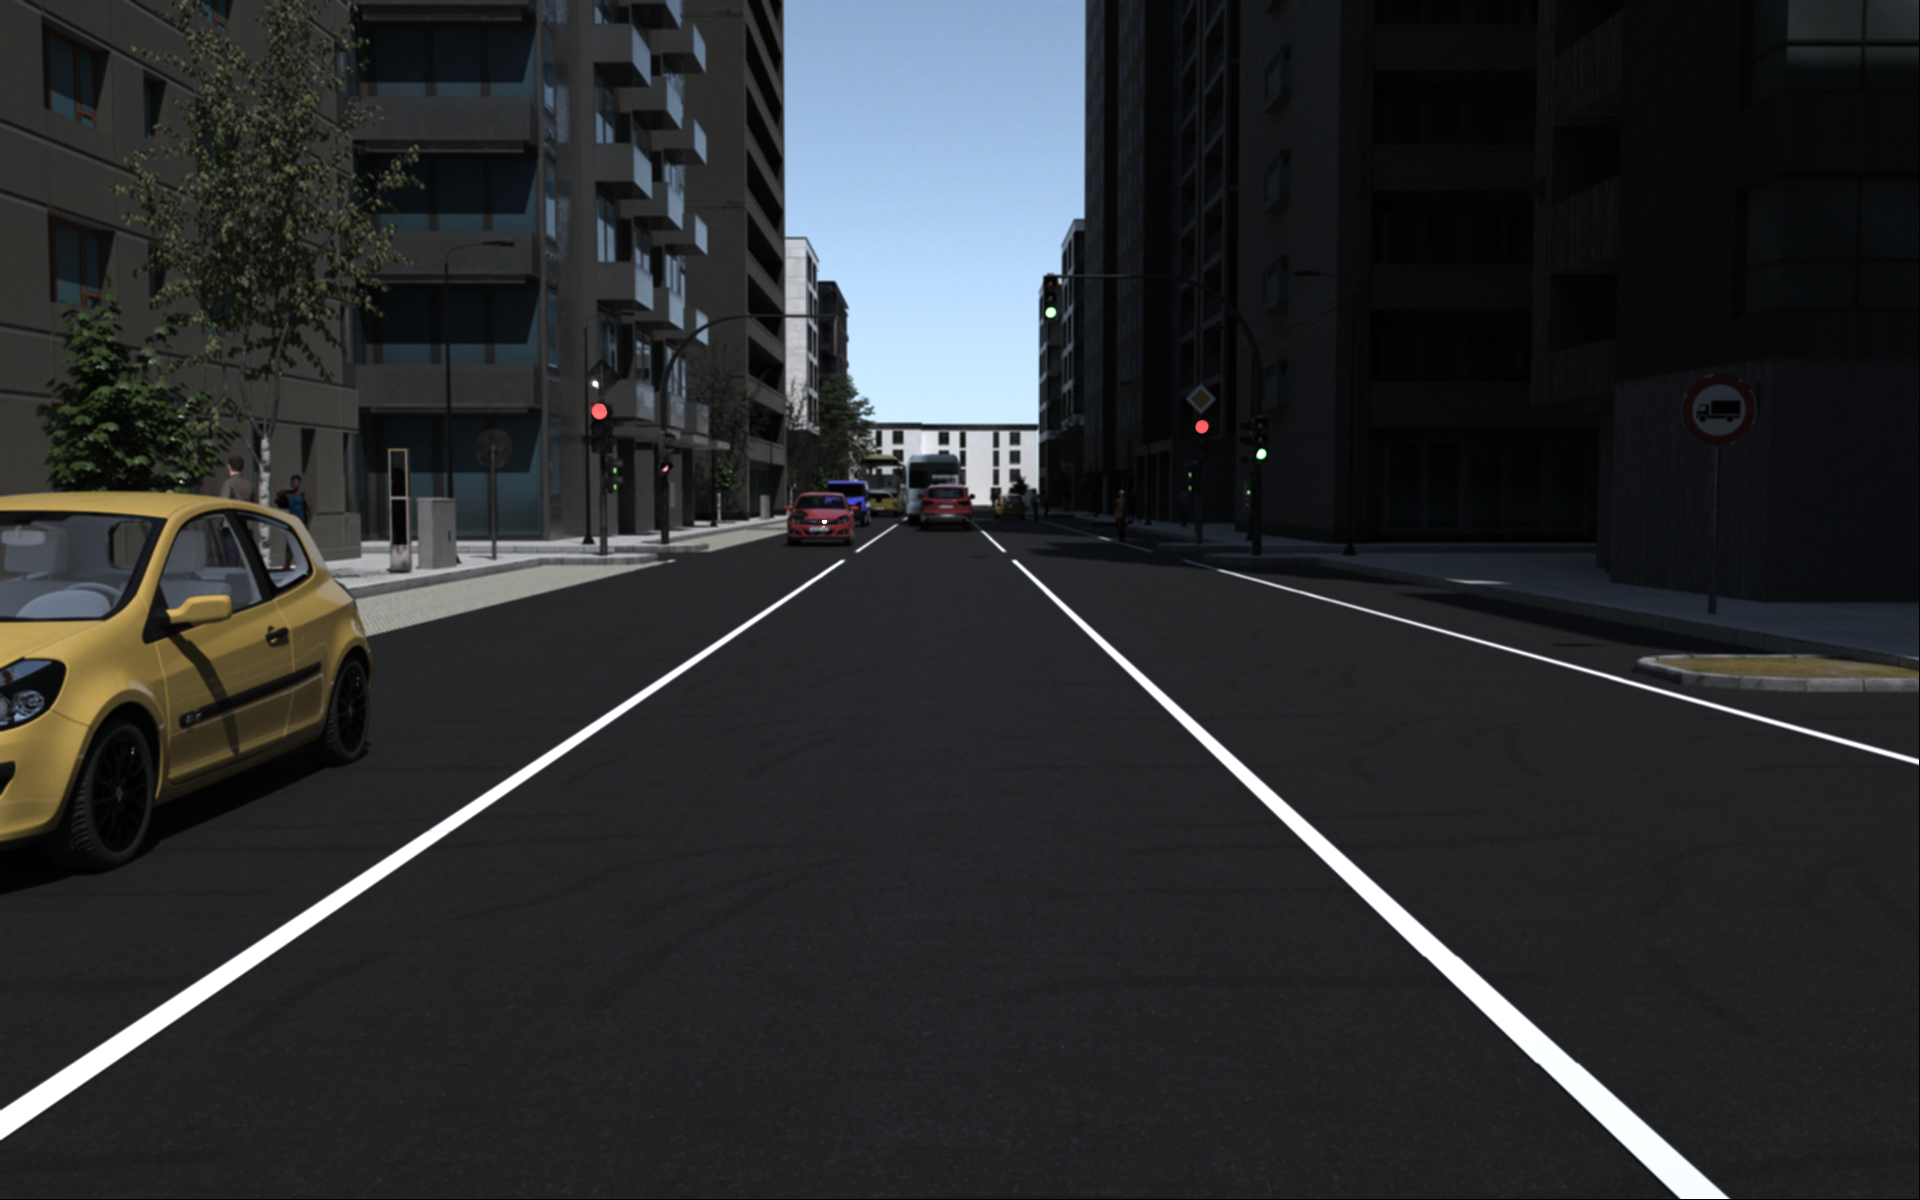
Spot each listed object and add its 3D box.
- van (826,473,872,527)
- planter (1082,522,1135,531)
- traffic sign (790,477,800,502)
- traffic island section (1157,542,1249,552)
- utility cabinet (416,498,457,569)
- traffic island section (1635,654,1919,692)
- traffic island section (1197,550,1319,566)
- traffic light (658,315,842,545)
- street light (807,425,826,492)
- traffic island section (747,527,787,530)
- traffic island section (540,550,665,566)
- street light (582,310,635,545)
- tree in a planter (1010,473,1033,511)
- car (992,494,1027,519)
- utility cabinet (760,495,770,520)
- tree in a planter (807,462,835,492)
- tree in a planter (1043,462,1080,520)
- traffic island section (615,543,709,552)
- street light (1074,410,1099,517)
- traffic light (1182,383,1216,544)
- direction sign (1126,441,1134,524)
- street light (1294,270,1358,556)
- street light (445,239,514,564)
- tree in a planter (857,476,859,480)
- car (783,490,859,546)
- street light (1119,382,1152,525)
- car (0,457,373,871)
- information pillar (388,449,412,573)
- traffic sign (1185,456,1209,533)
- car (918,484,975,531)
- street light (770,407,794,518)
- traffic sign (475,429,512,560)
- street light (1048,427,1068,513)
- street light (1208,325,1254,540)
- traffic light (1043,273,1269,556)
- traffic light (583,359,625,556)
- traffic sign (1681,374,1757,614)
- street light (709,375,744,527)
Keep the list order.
[{"bbox_3d":[-5.027,-4.454,77.212,2.240,2.365,5.245,0,4,0],"label":"van"},{"bbox_3d":[5.878,-2.921,68.900,1.991,0.319,1.994,0,4,-1],"label":"planter"},{"bbox_3d":[-9.745,-6.128,102.326,0.606,2.300,0.079,0,4,6],"label":"traffic sign"},{"bbox_3d":[6.127,-1.339,44.167,2.009,0.180,2.903,0,4,-1],"label":"traffic island section"},{"bbox_3d":[-9.051,-1.153,30.008,0.306,1.237,1.020,0,4,6],"label":"utility cabinet"},{"bbox_3d":[6.425,0.570,13.548,1.991,0.108,1.994,0,4,-1],"label":"traffic island section"},{"bbox_3d":[6.208,-0.850,36.182,2.009,0.180,2.903,0,4,-1],"label":"traffic island section"},{"bbox_3d":[-5.383,-4.238,43.956,4.771,5.953,1.251,0,4,-1],"label":"traffic light"},{"bbox_3d":[-9.672,-8.763,115.820,1.470,5.913,1.316,0,4,-1],"label":"street light"},{"bbox_3d":[-7.445,-2.842,69.328,1.991,0.108,1.994,0,4,-1],"label":"traffic island section"},{"bbox_3d":[-7.433,-0.842,36.049,2.009,0.180,2.903,0,4,-1],"label":"traffic island section"},{"bbox_3d":[-8.924,-4.367,43.947,1.470,5.913,1.316,0,4,-1],"label":"street light"},{"bbox_3d":[5.085,-9.093,145.886,1.991,3.239,1.994,0,4,-1],"label":"tree in a planter"},{"bbox_3d":[2.863,-5.442,99.204,2.015,1.641,3.980,0,4,1],"label":"car"},{"bbox_3d":[-9.687,-4.585,86.124,0.306,1.237,1.020,0,4,5],"label":"utility cabinet"},{"bbox_3d":[-7.714,-6.055,96.221,1.991,3.239,1.994,0,4,-1],"label":"tree in a planter"},{"bbox_3d":[5.605,-6.026,95.754,1.991,3.239,1.994,0,4,-1],"label":"tree in a planter"},{"bbox_3d":[-7.514,-1.330,44.034,2.009,0.180,2.903,0,4,-1],"label":"traffic island section"},{"bbox_3d":[6.978,-7.517,95.440,1.470,5.913,1.316,0,4,-1],"label":"street light"},{"bbox_3d":[6.087,-3.372,44.052,0.839,4.253,0.868,0,4,-1],"label":"traffic light"},{"bbox_3d":[7.315,-5.063,74.782,0.379,3.537,0.876,0,4,-4],"label":"direction sign"},{"bbox_3d":[7.626,-3.886,36.069,1.470,5.913,1.316,0,4,-1],"label":"street light"},{"bbox_3d":[-8.821,-3.619,31.709,1.470,5.913,1.316,0,4,-1],"label":"street light"},{"bbox_3d":[-8.227,-9.113,146.220,1.991,3.239,1.994,0,4,-1],"label":"tree in a planter"},{"bbox_3d":[-3.918,-2.448,49.068,2.155,1.783,4.494,0,4,-2],"label":"car"},{"bbox_3d":[7.265,-6.064,71.693,1.470,5.913,1.316,0,4,-1],"label":"street light"},{"bbox_3d":[-4.051,0.148,7.797,2.015,1.641,3.980,0,4,0],"label":"car"},{"bbox_3d":[-9.123,-1.452,28.224,0.304,2.012,0.304,-1,4,-10],"label":"information pillar"},{"bbox_3d":[7.694,-3.440,56.352,0.768,2.556,0.104,0,4,2],"label":"traffic sign"},{"bbox_3d":[-0.540,-3.644,68.248,2.281,1.827,5.304,0,4,0],"label":"car"},{"bbox_3d":[-9.501,-7.308,92.028,1.470,5.913,1.316,0,4,-1],"label":"street light"},{"bbox_3d":[-9.085,-2.056,33.714,0.768,2.556,0.104,1,4,9],"label":"traffic sign"},{"bbox_3d":[6.736,-8.971,119.209,1.470,5.913,1.316,0,4,-1],"label":"street light"},{"bbox_3d":[7.527,-4.604,47.812,1.470,5.913,1.316,0,4,-1],"label":"street light"},{"bbox_3d":[4.077,-3.745,35.905,4.771,5.953,1.251,0,4,-1],"label":"traffic light"},{"bbox_3d":[-7.393,-2.874,35.915,0.839,4.253,0.868,0,4,-1],"label":"traffic light"},{"bbox_3d":[8.054,-1.123,18.471,0.768,2.556,0.104,0,4,7],"label":"traffic sign"},{"bbox_3d":[-9.095,-5.811,67.548,1.470,5.913,1.316,0,4,-1],"label":"street light"}]
